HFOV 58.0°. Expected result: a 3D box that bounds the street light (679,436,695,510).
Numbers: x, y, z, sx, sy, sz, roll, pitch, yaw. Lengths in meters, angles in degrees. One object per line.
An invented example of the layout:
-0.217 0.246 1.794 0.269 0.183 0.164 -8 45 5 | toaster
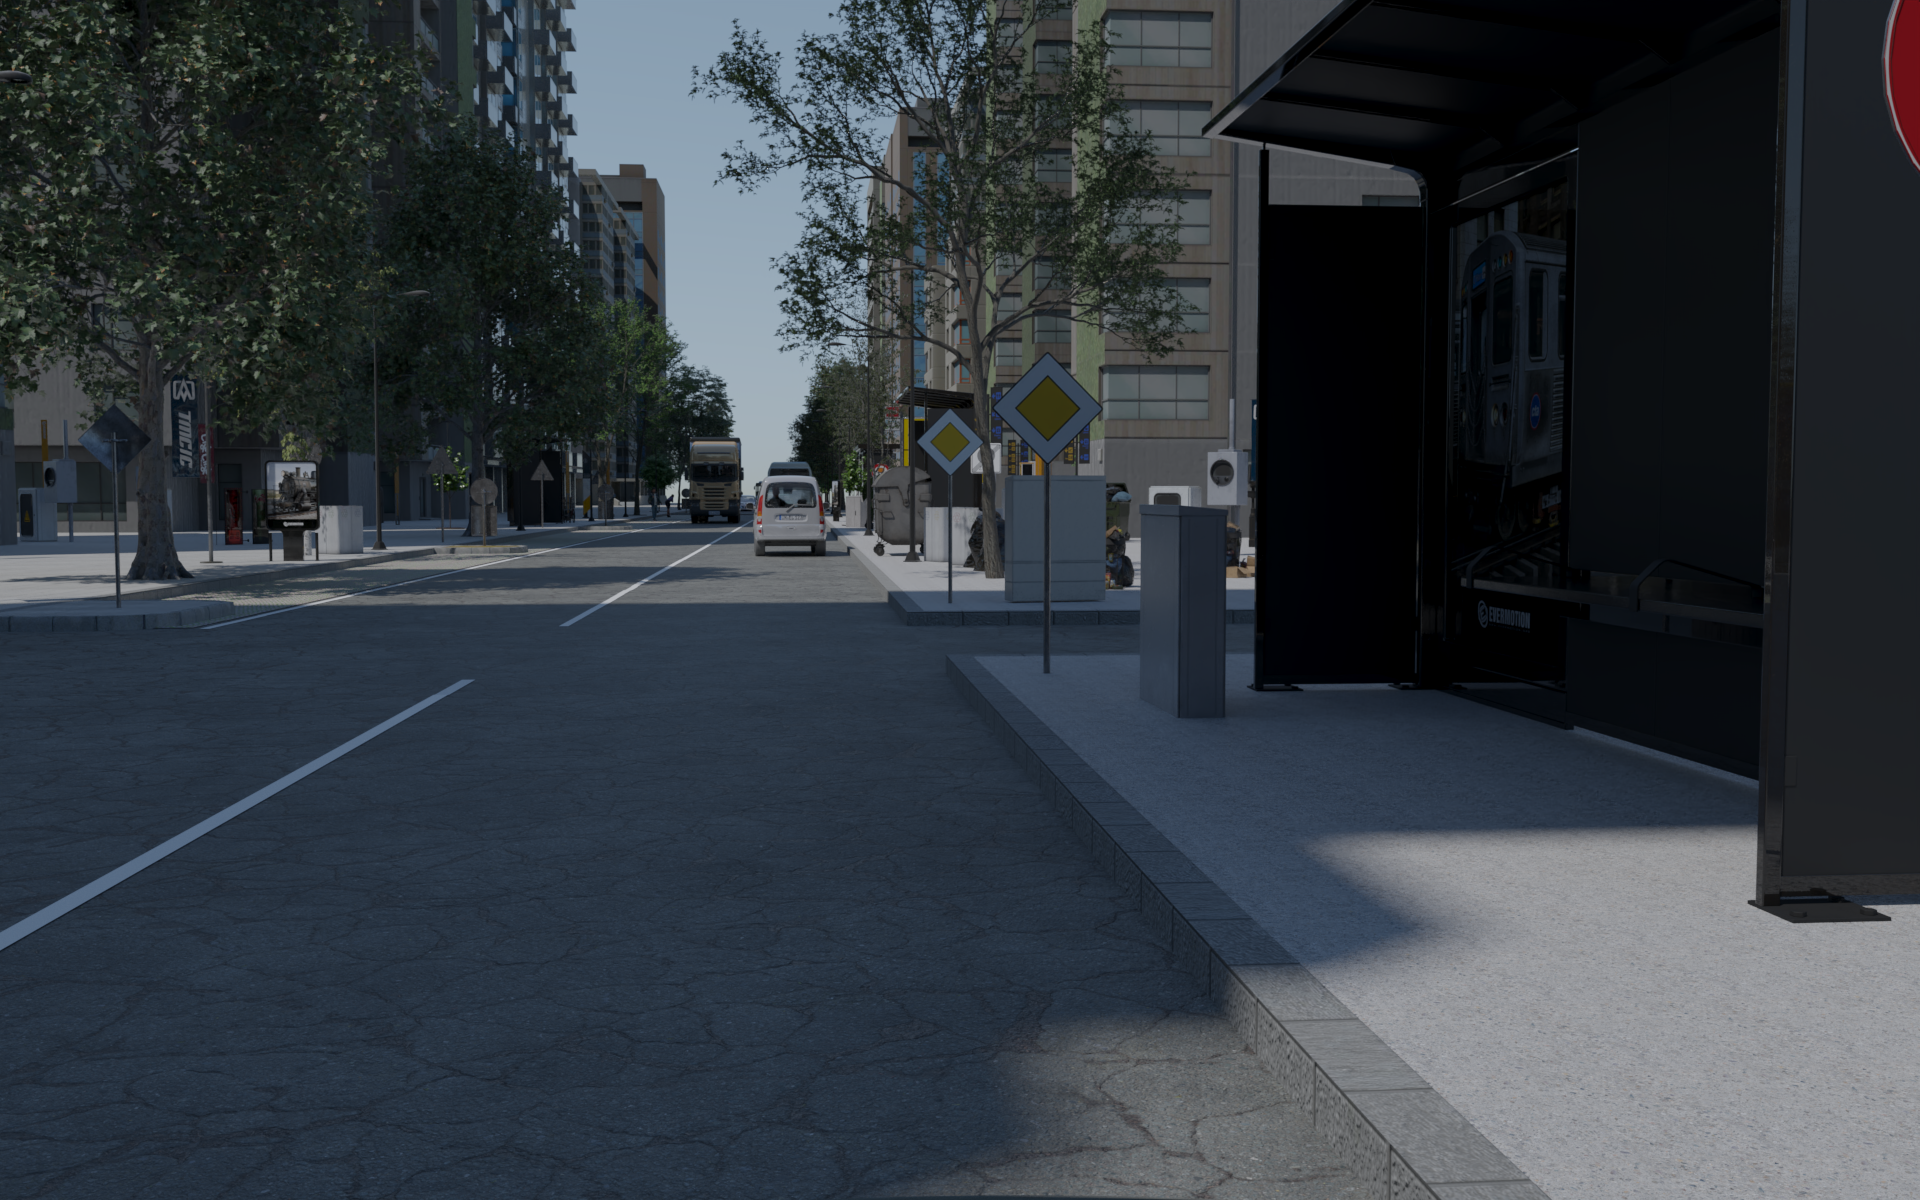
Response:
-21.812 -10.115 137.916 1.470 5.913 1.316 0 4 -5 | street light

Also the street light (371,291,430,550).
-12.797 -4.105 39.656 1.470 5.913 1.316 0 4 -5 | street light

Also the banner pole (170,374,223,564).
-14.095 -2.563 31.922 0.863 3.779 0.401 -2 4 -35 | banner pole

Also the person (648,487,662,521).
-16.123 -5.045 91.335 0.721 1.781 0.623 3 4 36 | person

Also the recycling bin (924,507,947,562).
-0.218 -1.246 32.919 0.722 1.027 0.722 -2 4 -31 | recycling bin

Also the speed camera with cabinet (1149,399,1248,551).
4.987 -2.570 36.351 2.038 3.252 0.660 2 4 34 | speed camera with cabinet

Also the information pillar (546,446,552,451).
-19.770 -5.613 83.122 0.504 3.616 0.183 -1 4 -17 | information pillar

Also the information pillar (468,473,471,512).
-16.613 -3.352 59.296 0.304 2.012 0.304 1 4 14 | information pillar

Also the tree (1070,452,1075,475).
6.748 -5.856 79.455 4.285 4.588 4.351 0 3 0 | tree

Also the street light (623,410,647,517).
-18.039 -7.558 96.112 1.470 5.913 1.316 0 4 -5 | street light

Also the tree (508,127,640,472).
-14.515 -8.270 52.223 9.611 12.733 9.660 0 3 0 | tree

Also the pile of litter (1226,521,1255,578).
4.299 -0.790 26.890 1.719 0.858 1.176 0 4 1 | pile of litter

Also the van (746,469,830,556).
-4.085 -2.095 41.265 2.013 2.044 4.112 0 4 -7 | van

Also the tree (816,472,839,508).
-11.755 -10.584 156.766 4.285 4.588 4.351 0 3 0 | tree

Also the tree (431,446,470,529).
-18.772 -4.208 63.397 1.663 3.219 1.824 0 3 0 | tree

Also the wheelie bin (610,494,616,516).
-19.072 -5.247 93.691 0.980 1.594 0.693 1 4 8 | wheelie bin

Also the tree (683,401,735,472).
-30.201 -17.746 208.273 7.486 12.596 7.792 0 3 0 | tree

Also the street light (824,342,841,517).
-3.345 -4.926 53.085 1.470 5.913 1.316 0 4 -5 | street light

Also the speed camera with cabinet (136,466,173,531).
-25.665 -3.718 55.127 0.660 3.252 2.038 -1 4 -11 | speed camera with cabinet

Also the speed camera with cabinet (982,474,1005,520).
1.248 -3.369 49.426 2.038 3.252 0.660 -1 4 -22 | speed camera with cabinet

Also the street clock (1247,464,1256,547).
7.073 -2.277 41.797 0.358 2.002 0.471 0 4 5 | street clock

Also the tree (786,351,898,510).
-9.610 -13.585 139.130 9.611 12.733 9.660 0 3 0 | tree

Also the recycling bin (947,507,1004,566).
0.308 -1.145 31.280 0.722 1.027 0.722 3 4 36 | recycling bin

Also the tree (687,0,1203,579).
0.220 -5.614 26.197 7.601 10.594 8.767 2 4 23 | tree

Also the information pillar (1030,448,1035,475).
2.025 -3.202 43.708 0.504 3.616 0.183 -1 4 -19 | information pillar

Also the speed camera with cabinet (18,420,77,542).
-24.483 -3.186 46.432 2.038 3.252 0.660 2 4 35 | speed camera with cabinet

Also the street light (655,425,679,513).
-19.960 -8.828 116.871 1.470 5.913 1.316 0 4 -5 | street light

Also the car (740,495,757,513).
-15.115 -6.696 121.842 2.083 1.381 4.827 0 4 -6 | car

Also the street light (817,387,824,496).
-5.299 -6.239 74.543 1.470 5.913 1.316 0 4 -5 | street light

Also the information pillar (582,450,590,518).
-19.896 -6.177 92.352 0.504 3.616 0.183 -2 4 -35 | information pillar

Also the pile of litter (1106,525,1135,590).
1.809 -0.595 23.690 1.176 0.858 1.719 2 4 33 | pile of litter

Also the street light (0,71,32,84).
-10.894 -2.850 19.134 1.470 5.913 1.316 0 4 -5 | street light

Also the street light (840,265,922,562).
-1.438 -3.671 32.562 1.470 5.913 1.316 0 4 -5 | street light

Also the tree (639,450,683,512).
-22.182 -8.773 127.160 4.285 4.588 4.351 0 3 0 | tree

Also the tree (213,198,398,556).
-13.829 -5.225 35.797 4.737 8.622 4.395 0 3 0 | tree

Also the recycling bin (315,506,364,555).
-13.327 -1.506 37.177 0.722 1.027 0.722 2 4 27 | recycling bin

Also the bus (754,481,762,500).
-26.856 -14.953 239.341 2.948 3.499 13.247 0 4 -5 | bus

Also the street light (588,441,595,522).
-16.708 -6.630 80.940 1.470 5.913 1.316 0 4 -5 | street light

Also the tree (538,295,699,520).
-18.034 -9.891 87.478 9.928 11.665 9.643 0 3 0 | tree

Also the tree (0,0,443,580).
-12.172 -6.652 25.771 9.611 12.733 9.660 0 3 0 | tree

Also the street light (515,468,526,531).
-14.772 -5.365 60.258 1.470 5.913 1.316 0 4 -5 | street light

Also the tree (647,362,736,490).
-26.090 -16.016 168.513 9.857 13.997 8.962 0 3 0 | tree

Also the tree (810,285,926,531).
-2.978 -6.671 59.430 4.360 8.622 3.978 0 3 0 | tree

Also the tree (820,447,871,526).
-4.326 -4.595 69.723 1.663 3.219 1.824 0 3 0 | tree

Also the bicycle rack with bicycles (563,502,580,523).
-18.152 -3.913 77.361 2.852 0.926 2.925 0 4 3 | bicycle rack with bicycles

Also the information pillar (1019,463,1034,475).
1.558 -2.205 40.538 0.304 2.012 0.304 0 4 -5 | information pillar

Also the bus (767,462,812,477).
-10.457 -6.785 105.787 2.948 3.499 13.247 0 4 -6 | bus

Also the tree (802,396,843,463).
-12.136 -15.141 165.682 7.486 12.596 7.792 0 3 0 | tree

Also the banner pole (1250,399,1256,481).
7.133 -3.064 40.118 0.863 3.779 0.401 1 4 22 | banner pole

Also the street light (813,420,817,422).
-7.152 -7.494 95.071 1.470 5.913 1.316 0 4 -5 | street light

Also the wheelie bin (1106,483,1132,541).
4.265 -2.414 47.372 0.980 1.594 0.693 3 4 36 | wheelie bin

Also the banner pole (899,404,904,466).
-1.614 -3.557 48.166 0.401 3.779 0.863 0 4 -6 | banner pole

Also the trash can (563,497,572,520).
-19.523 -4.527 85.663 0.748 1.137 0.748 0 3 0 | trash can

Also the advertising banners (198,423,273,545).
-18.306 -2.903 43.655 0.090 3.025 2.074 2 4 34 | advertising banners
